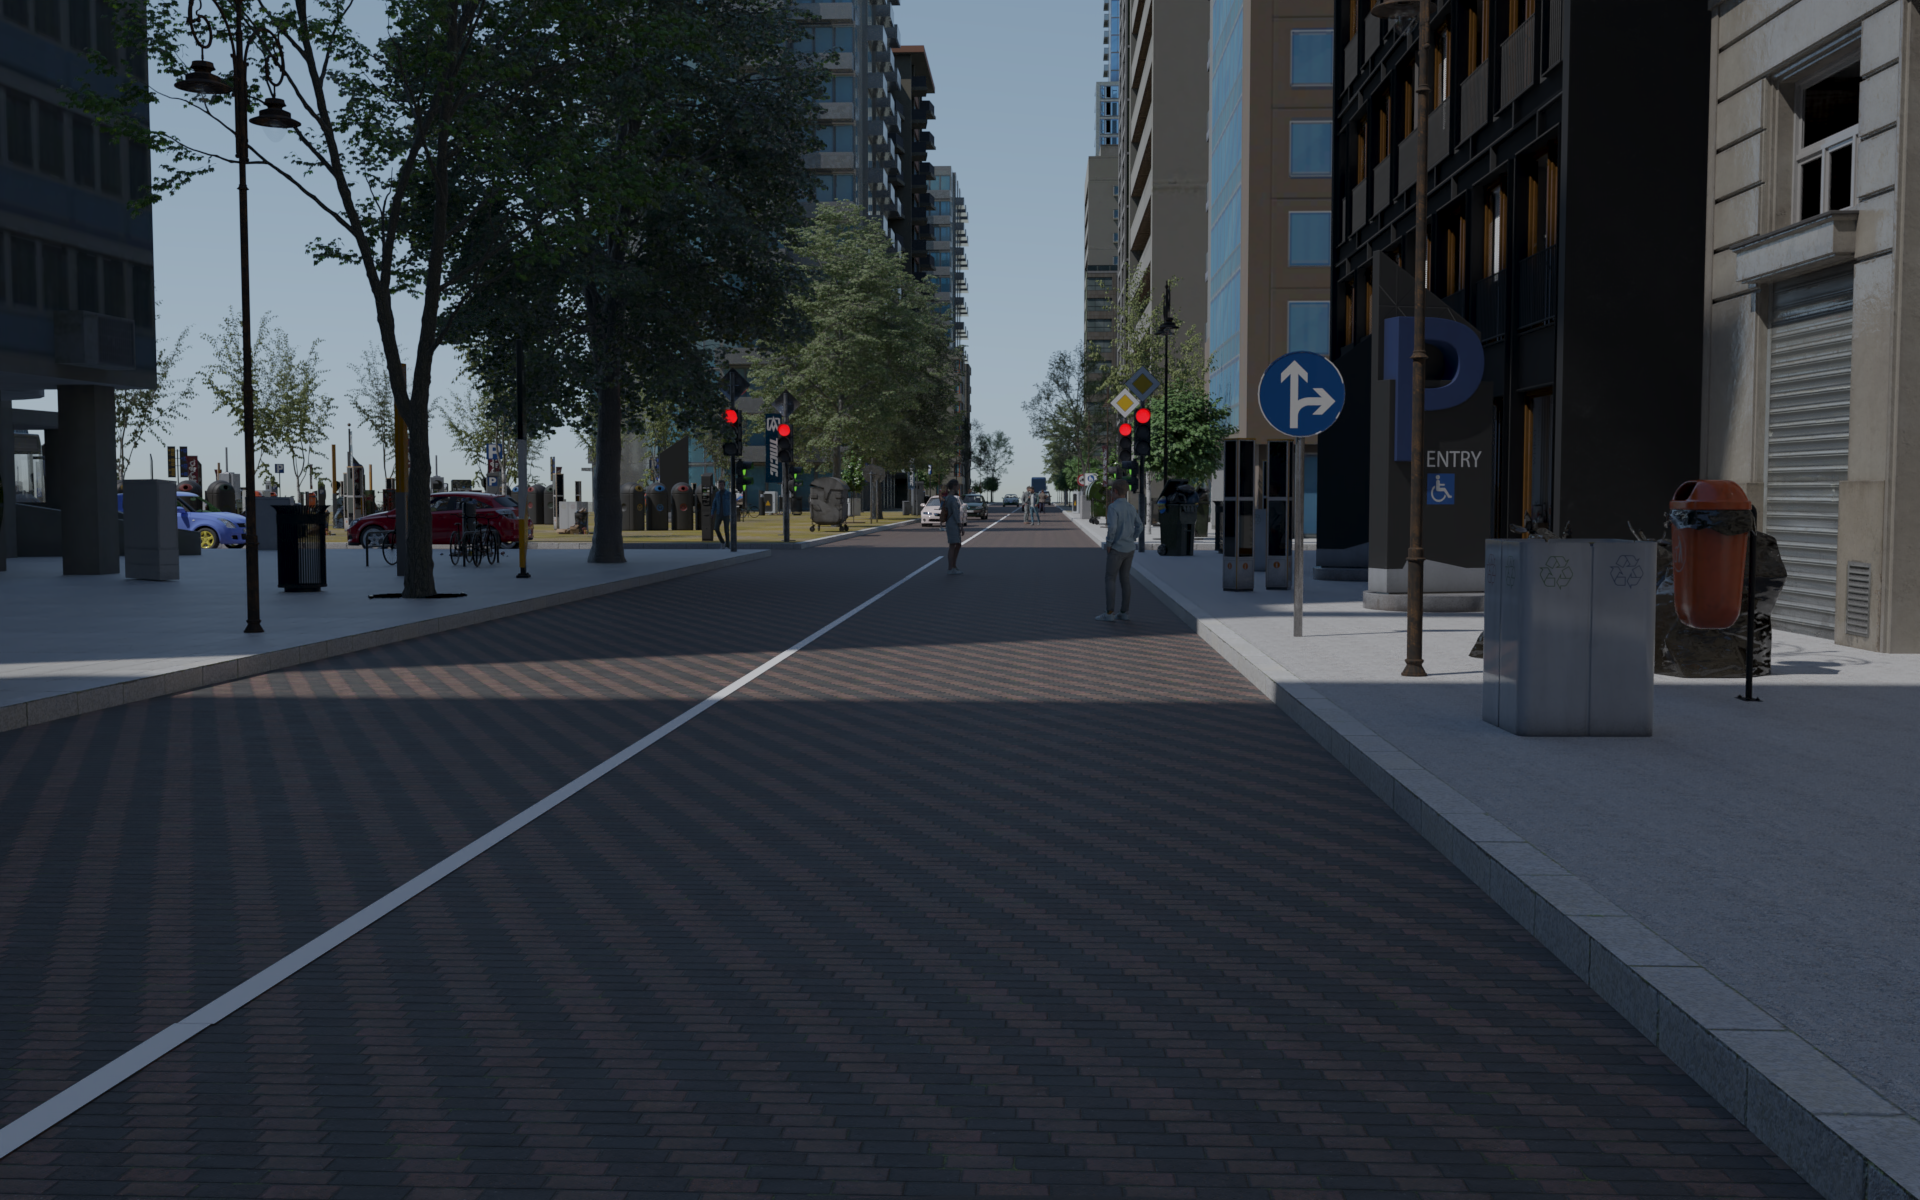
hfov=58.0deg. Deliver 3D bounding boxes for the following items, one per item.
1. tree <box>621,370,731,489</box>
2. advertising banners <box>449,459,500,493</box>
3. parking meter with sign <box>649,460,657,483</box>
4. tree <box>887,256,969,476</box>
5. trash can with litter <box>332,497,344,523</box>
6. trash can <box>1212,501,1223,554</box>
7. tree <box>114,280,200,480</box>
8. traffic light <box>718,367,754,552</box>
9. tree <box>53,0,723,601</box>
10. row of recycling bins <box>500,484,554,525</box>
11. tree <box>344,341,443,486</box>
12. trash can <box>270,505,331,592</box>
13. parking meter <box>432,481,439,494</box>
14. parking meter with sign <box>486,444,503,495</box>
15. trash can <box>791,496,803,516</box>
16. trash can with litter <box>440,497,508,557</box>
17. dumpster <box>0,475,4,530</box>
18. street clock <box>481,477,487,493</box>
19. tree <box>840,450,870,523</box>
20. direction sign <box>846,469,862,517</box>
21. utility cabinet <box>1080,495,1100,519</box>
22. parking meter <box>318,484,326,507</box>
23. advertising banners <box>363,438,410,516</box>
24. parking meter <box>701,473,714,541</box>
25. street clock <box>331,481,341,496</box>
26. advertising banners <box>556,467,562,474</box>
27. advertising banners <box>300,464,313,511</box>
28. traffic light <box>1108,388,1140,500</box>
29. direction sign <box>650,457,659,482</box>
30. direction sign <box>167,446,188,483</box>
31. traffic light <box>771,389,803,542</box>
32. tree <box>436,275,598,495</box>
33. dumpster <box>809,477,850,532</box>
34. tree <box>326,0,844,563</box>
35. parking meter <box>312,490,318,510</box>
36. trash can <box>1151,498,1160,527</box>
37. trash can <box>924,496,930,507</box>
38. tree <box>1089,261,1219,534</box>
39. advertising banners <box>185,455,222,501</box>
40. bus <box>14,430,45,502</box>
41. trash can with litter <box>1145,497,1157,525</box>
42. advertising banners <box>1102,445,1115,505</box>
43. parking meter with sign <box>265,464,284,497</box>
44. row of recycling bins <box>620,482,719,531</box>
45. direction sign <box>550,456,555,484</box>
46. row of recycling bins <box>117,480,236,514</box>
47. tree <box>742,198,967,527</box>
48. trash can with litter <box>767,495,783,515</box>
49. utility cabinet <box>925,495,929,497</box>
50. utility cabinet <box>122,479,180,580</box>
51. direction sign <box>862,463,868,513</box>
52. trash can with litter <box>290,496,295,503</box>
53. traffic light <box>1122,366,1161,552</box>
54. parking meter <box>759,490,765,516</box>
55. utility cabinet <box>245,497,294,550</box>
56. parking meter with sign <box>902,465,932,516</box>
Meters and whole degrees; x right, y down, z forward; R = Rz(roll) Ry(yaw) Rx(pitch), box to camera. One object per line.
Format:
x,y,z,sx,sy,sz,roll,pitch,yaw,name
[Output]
-14.198,-8.076,82.402,4.737,8.622,4.395,0,3,0,tree
-18.659,-4.306,66.597,2.074,3.025,0.090,-1,4,-15,advertising banners
-14.814,-5.571,87.353,1.738,3.016,0.543,2,4,30,parking meter with sign
-4.291,-11.087,87.934,9.857,13.997,8.962,0,3,0,tree
-26.299,-3.807,73.632,0.624,1.170,1.055,0,4,-4,trash can with litter
5.804,-1.572,37.361,0.748,1.137,0.748,0,3,0,trash can
-27.989,-6.592,58.141,4.360,8.622,3.978,0,3,0,tree
-5.023,-3.029,38.451,0.839,4.253,0.868,0,4,3,traffic light
-6.751,-5.822,20.944,9.928,11.665,9.643,0,3,0,tree
-18.217,-4.037,73.112,3.534,1.692,1.069,2,4,26,row of recycling bins
-27.465,-8.147,83.565,4.360,8.622,3.978,0,3,0,tree
-8.656,-0.680,22.772,0.748,1.137,0.748,0,3,0,trash can
-23.633,-4.423,78.034,0.255,1.863,0.399,-2,4,-27,parking meter
-15.948,-3.844,59.113,0.543,3.016,1.738,-1,4,-10,parking meter with sign
-9.769,-5.635,103.782,0.748,1.137,0.748,0,3,0,trash can
-10.043,-1.543,36.280,1.678,1.210,2.233,0,4,3,trash can with litter
-6.847,-0.463,10.066,1.502,2.255,1.985,0,4,3,dumpster
-20.370,-4.284,74.610,0.471,2.002,0.358,2,4,27,street clock
-4.702,-4.987,76.142,1.663,3.219,1.824,0,3,0,tree
-6.125,-6.459,97.605,0.876,3.537,0.379,-1,4,-19,direction sign
6.614,-4.696,87.937,1.020,1.237,0.306,-1,4,-19,utility cabinet
-32.320,-5.018,87.761,0.399,1.863,0.255,-1,4,-21,parking meter
-17.704,-3.515,53.665,0.090,3.025,2.074,3,4,38,advertising banners
-6.879,-2.536,47.169,0.255,1.863,0.399,0,4,5,parking meter
-33.969,-5.487,94.288,0.471,2.002,0.358,-3,5,-44,street clock
-25.953,-6.935,109.579,0.090,3.025,2.074,3,4,37,advertising banners
-37.680,-6.344,99.910,0.090,3.025,2.074,0,4,0,advertising banners
4.356,-3.492,46.020,0.839,4.253,0.868,0,4,3,traffic light
-18.596,-6.941,105.487,0.876,3.537,0.379,3,5,43,direction sign
-36.972,-5.500,81.916,0.876,3.537,0.379,-1,4,-17,direction sign
-4.646,-3.517,46.428,0.839,4.253,0.868,0,4,3,traffic light
-13.057,-6.117,50.371,4.737,8.622,4.395,0,3,0,tree
-4.467,-3.262,59.089,1.264,1.857,1.865,0,4,3,dumpster
-6.629,-7.677,32.174,9.857,13.997,8.962,0,3,0,tree
-44.857,-6.851,120.430,0.372,1.533,0.369,0,3,0,parking meter
7.806,-3.451,68.072,0.748,1.137,0.748,0,3,0,trash can
-2.285,-6.194,112.921,0.748,1.137,0.748,0,3,0,trash can
6.011,-6.374,54.583,4.737,8.622,4.395,0,3,0,tree
-33.985,-5.040,78.588,2.074,3.025,0.090,-1,4,-19,advertising banners
-29.195,-2.975,43.495,13.247,3.499,2.948,0,4,2,bus
7.856,-3.671,71.405,0.624,1.170,1.055,-1,4,-18,trash can with litter
5.510,-4.052,62.430,0.090,3.025,2.074,2,4,28,advertising banners
-39.719,-6.344,99.978,1.738,3.016,0.543,3,4,37,parking meter with sign
-10.242,-3.295,60.990,3.534,1.692,1.069,-2,4,-24,row of recycling bins
-24.601,-6.892,104.681,0.379,3.537,0.876,-2,4,-30,direction sign
-23.309,-2.694,51.166,3.534,1.692,1.069,-1,4,-23,row of recycling bins
-4.373,-9.105,66.994,7.486,12.596,7.792,0,3,0,tree
-11.292,-5.859,106.852,1.678,1.210,2.233,2,4,27,trash can with litter
-2.553,-6.574,118.643,0.306,1.237,1.020,3,4,36,utility cabinet
-12.044,-1.047,25.800,1.173,1.500,0.318,3,5,42,utility cabinet
-6.835,-7.835,120.095,0.876,3.537,0.379,0,4,-1,direction sign
-47.159,-6.731,121.440,1.055,1.170,0.624,1,4,12,trash can with litter
3.979,-3.004,38.043,0.839,4.253,0.868,0,4,3,traffic light
-11.746,-5.769,102.731,0.372,1.533,0.369,0,3,0,parking meter
-15.799,-1.744,39.675,1.020,1.237,0.306,0,4,0,utility cabinet
-2.569,-6.581,103.860,1.738,3.016,0.543,-1,4,-18,parking meter with sign
